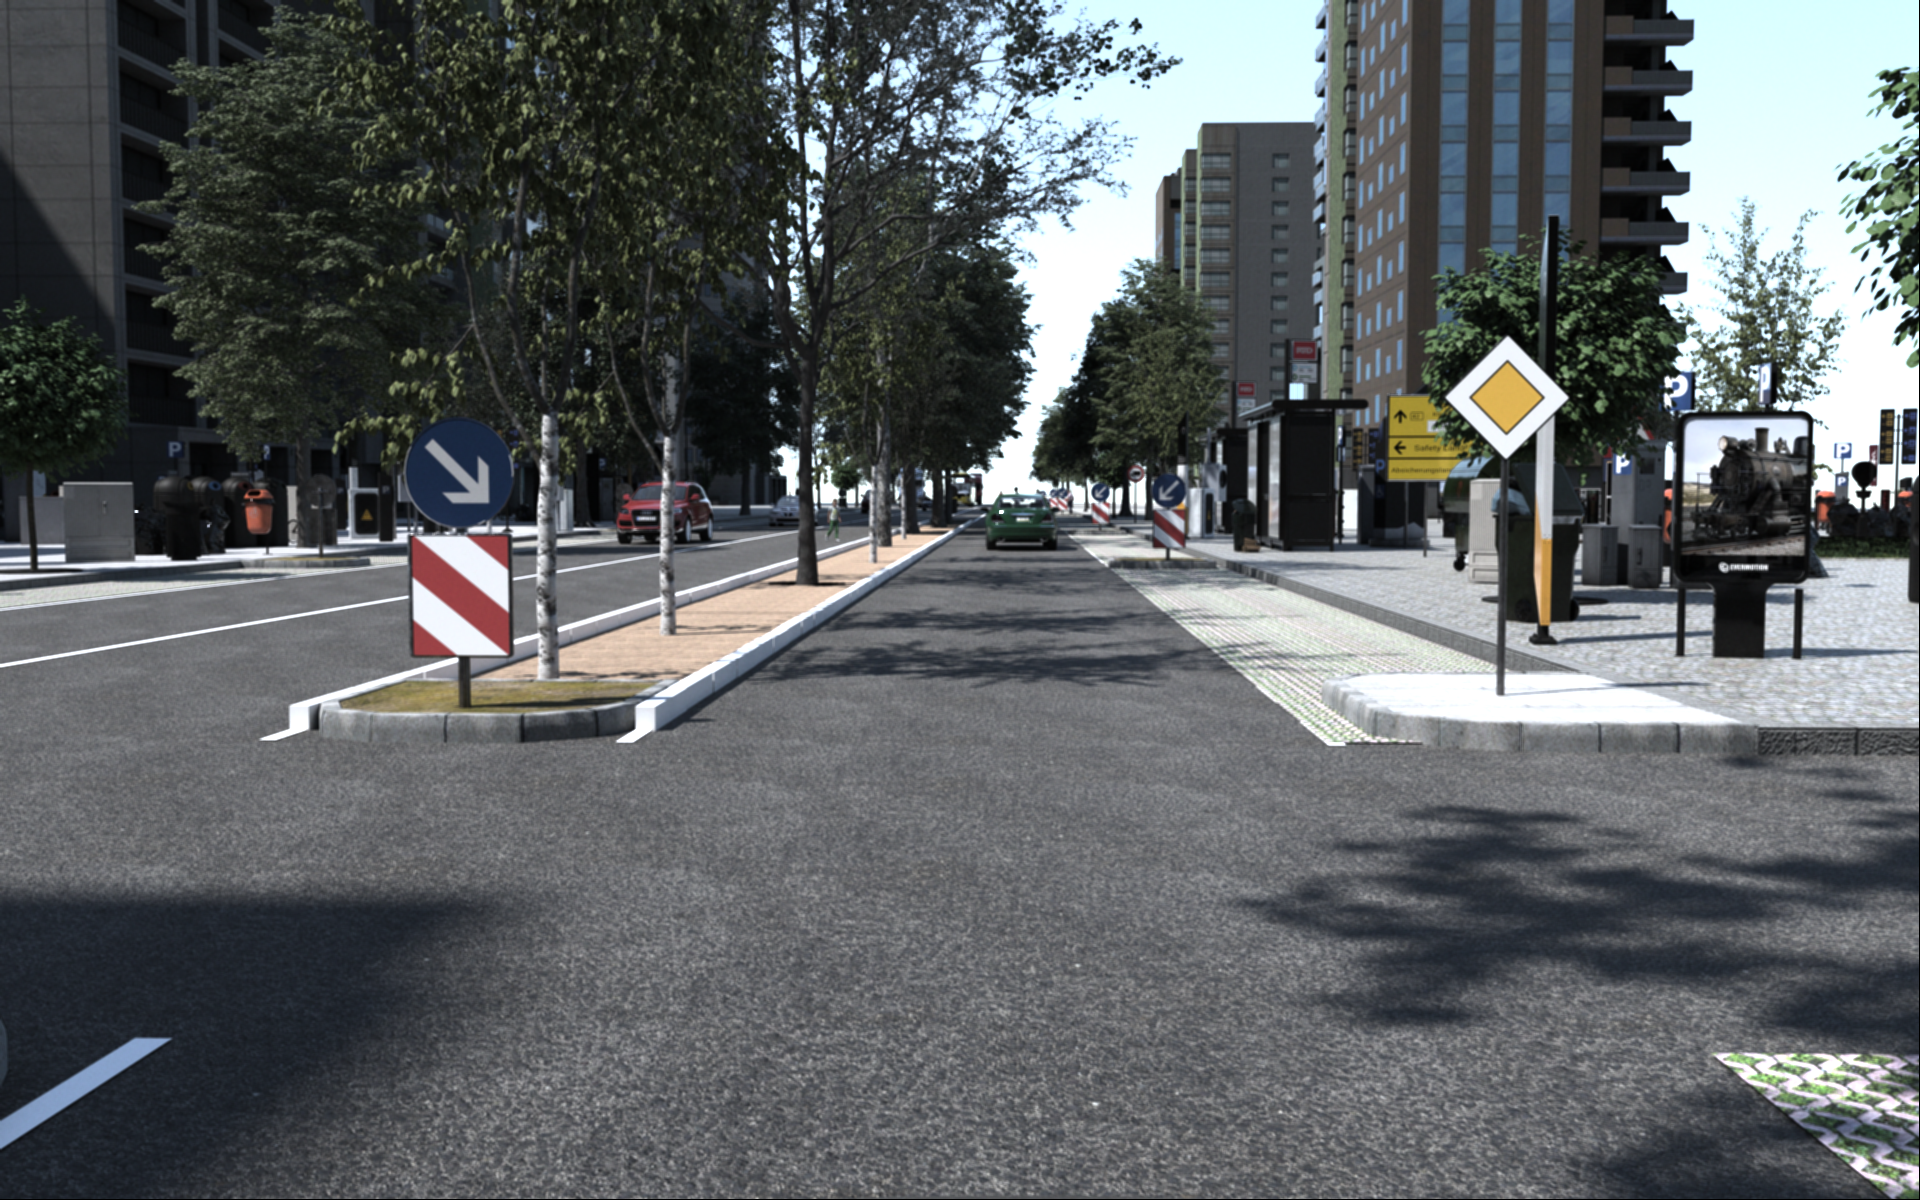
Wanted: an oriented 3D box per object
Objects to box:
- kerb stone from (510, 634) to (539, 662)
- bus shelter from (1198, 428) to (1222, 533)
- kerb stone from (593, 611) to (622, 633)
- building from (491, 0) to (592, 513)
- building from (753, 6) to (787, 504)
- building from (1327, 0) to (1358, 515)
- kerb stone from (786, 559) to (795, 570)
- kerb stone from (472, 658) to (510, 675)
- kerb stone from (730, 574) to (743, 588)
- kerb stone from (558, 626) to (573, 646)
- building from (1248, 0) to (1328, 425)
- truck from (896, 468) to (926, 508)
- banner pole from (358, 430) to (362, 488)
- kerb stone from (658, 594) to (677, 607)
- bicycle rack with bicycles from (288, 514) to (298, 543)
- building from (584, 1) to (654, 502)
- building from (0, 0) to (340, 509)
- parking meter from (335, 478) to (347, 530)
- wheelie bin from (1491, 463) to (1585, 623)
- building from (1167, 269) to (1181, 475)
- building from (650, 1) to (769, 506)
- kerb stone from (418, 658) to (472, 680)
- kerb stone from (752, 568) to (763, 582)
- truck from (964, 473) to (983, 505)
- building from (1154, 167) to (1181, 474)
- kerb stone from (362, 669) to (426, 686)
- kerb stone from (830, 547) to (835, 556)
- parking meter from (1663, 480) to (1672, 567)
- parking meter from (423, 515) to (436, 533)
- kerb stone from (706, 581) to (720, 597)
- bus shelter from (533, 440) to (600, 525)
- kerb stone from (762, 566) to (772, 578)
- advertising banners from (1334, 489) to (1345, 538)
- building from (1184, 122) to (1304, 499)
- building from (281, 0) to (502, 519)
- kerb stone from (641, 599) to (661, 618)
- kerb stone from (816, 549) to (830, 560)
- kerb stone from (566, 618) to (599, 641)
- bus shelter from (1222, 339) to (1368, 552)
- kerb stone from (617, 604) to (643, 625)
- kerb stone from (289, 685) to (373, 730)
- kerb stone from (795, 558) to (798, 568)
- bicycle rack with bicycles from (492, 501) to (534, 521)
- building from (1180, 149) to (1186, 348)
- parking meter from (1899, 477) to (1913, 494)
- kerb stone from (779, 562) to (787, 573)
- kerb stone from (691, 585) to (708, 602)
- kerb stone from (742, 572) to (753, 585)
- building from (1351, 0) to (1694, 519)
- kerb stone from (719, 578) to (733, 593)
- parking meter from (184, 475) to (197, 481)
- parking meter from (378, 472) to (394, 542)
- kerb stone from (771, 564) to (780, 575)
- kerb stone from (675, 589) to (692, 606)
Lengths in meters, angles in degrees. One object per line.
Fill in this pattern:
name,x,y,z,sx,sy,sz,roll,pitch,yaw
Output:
kerb stone,-3.855,0.434,15.104,0.120,0.150,1.000,0,4,2
bus shelter,9.373,-4.992,59.256,2.179,5.291,8.768,0,4,2
kerb stone,-3.746,0.246,18.171,0.120,0.150,1.000,0,4,2
building,-38.032,-30.397,116.603,23.786,49.044,30.456,0,4,2
building,-33.160,-47.953,222.287,20.563,71.187,20.611,0,4,2
building,29.866,-25.962,108.066,14.154,41.232,14.086,0,4,2
kerb stone,-3.270,-0.631,32.504,0.120,0.150,1.000,0,4,2
kerb stone,-3.888,0.498,14.082,0.120,0.150,1.000,0,4,2
kerb stone,-3.478,-0.254,26.355,0.120,0.150,1.000,0,4,2
kerb stone,-3.815,0.374,16.126,0.120,0.150,1.000,0,4,2
building,35.165,-49.963,129.573,22.319,86.520,31.000,0,4,2
truck,-4.756,-11.817,182.973,2.967,4.110,18.799,0,4,1
banner pole,-23.691,-4.771,68.030,0.863,3.779,0.401,3,4,36
kerb stone,-3.654,0.059,21.235,0.120,0.150,1.000,0,4,2
bicycle rack with bicycles,-17.887,-1.969,45.576,2.852,0.926,2.925,1,4,8
building,-32.992,-29.892,138.849,14.600,45.320,14.200,0,4,2
building,-38.020,-38.704,71.060,20.563,71.187,20.611,0,4,2
parking meter,-22.088,-3.433,61.833,0.399,1.863,0.255,-1,4,-17
wheelie bin,5.796,-0.587,17.500,0.980,1.594,0.693,-1,4,-22
building,33.307,-27.550,222.151,14.160,30.474,14.107,0,4,2
building,-34.451,-40.131,198.148,21.231,58.520,28.212,0,4,2
kerb stone,-3.916,0.560,13.051,0.120,0.150,1.000,0,4,2
kerb stone,-3.402,-0.380,28.415,0.120,0.150,1.000,0,4,2
truck,1.811,-15.118,236.086,2.839,4.237,11.283,0,4,1
building,34.034,-35.889,236.899,14.600,45.320,14.200,0,4,2
kerb stone,-3.953,0.622,12.022,0.120,0.150,1.000,0,4,2
kerb stone,-3.031,-1.070,39.685,0.120,0.150,1.000,0,4,2
parking meter,12.476,-1.362,30.673,0.372,1.533,0.369,0,3,0
parking meter,-16.527,-2.784,53.923,0.372,1.533,0.369,0,3,0
kerb stone,-3.544,-0.126,24.299,0.120,0.150,1.000,0,4,2
bus shelter,-17.002,-5.171,75.828,1.731,3.624,6.357,0,4,2
kerb stone,-3.376,-0.443,29.437,0.120,0.150,1.000,0,4,2
advertising banners,10.988,-3.350,50.955,0.090,3.025,2.074,0,4,-3
building,33.182,-31.186,193.478,14.154,41.232,14.086,0,4,2
building,-34.207,-25.114,94.211,14.154,41.232,14.086,0,4,2
kerb stone,-3.687,0.122,20.214,0.120,0.150,1.000,0,4,2
kerb stone,-3.071,-1.007,38.662,0.120,0.150,1.000,0,4,2
kerb stone,-3.778,0.310,17.149,0.120,0.150,1.000,0,4,2
bus shelter,8.124,-3.970,42.548,2.179,5.291,8.768,0,4,2
kerb stone,-3.714,0.184,19.192,0.120,0.150,1.000,0,4,2
kerb stone,-3.989,0.685,10.997,0.120,0.150,1.000,0,4,2
kerb stone,-3.236,-0.693,33.526,0.120,0.150,1.000,0,4,2
bicycle rack with bicycles,-21.877,-4.378,84.955,2.925,0.926,2.852,0,4,-2
building,33.263,-32.047,207.569,14.154,41.232,14.086,0,4,2
parking meter,32.360,-3.278,59.301,0.399,1.863,0.255,-2,4,-27
kerb stone,-3.312,-0.568,31.480,0.120,0.150,1.000,0,4,2
kerb stone,-3.577,-0.066,23.278,0.120,0.150,1.000,0,4,2
kerb stone,-3.447,-0.317,27.378,0.120,0.150,1.000,0,4,2
building,29.797,-27.138,93.819,14.600,45.320,14.200,0,4,2
kerb stone,-3.505,-0.187,25.321,0.120,0.150,1.000,0,4,2
parking meter,-23.729,-2.915,53.365,0.399,1.863,0.255,1,4,22
parking meter,-15.462,-2.507,46.693,0.399,1.863,0.255,-1,4,-21
kerb stone,-3.337,-0.505,30.458,0.120,0.150,1.000,0,4,2
kerb stone,-3.625,-0.004,22.257,0.120,0.150,1.000,0,4,2
